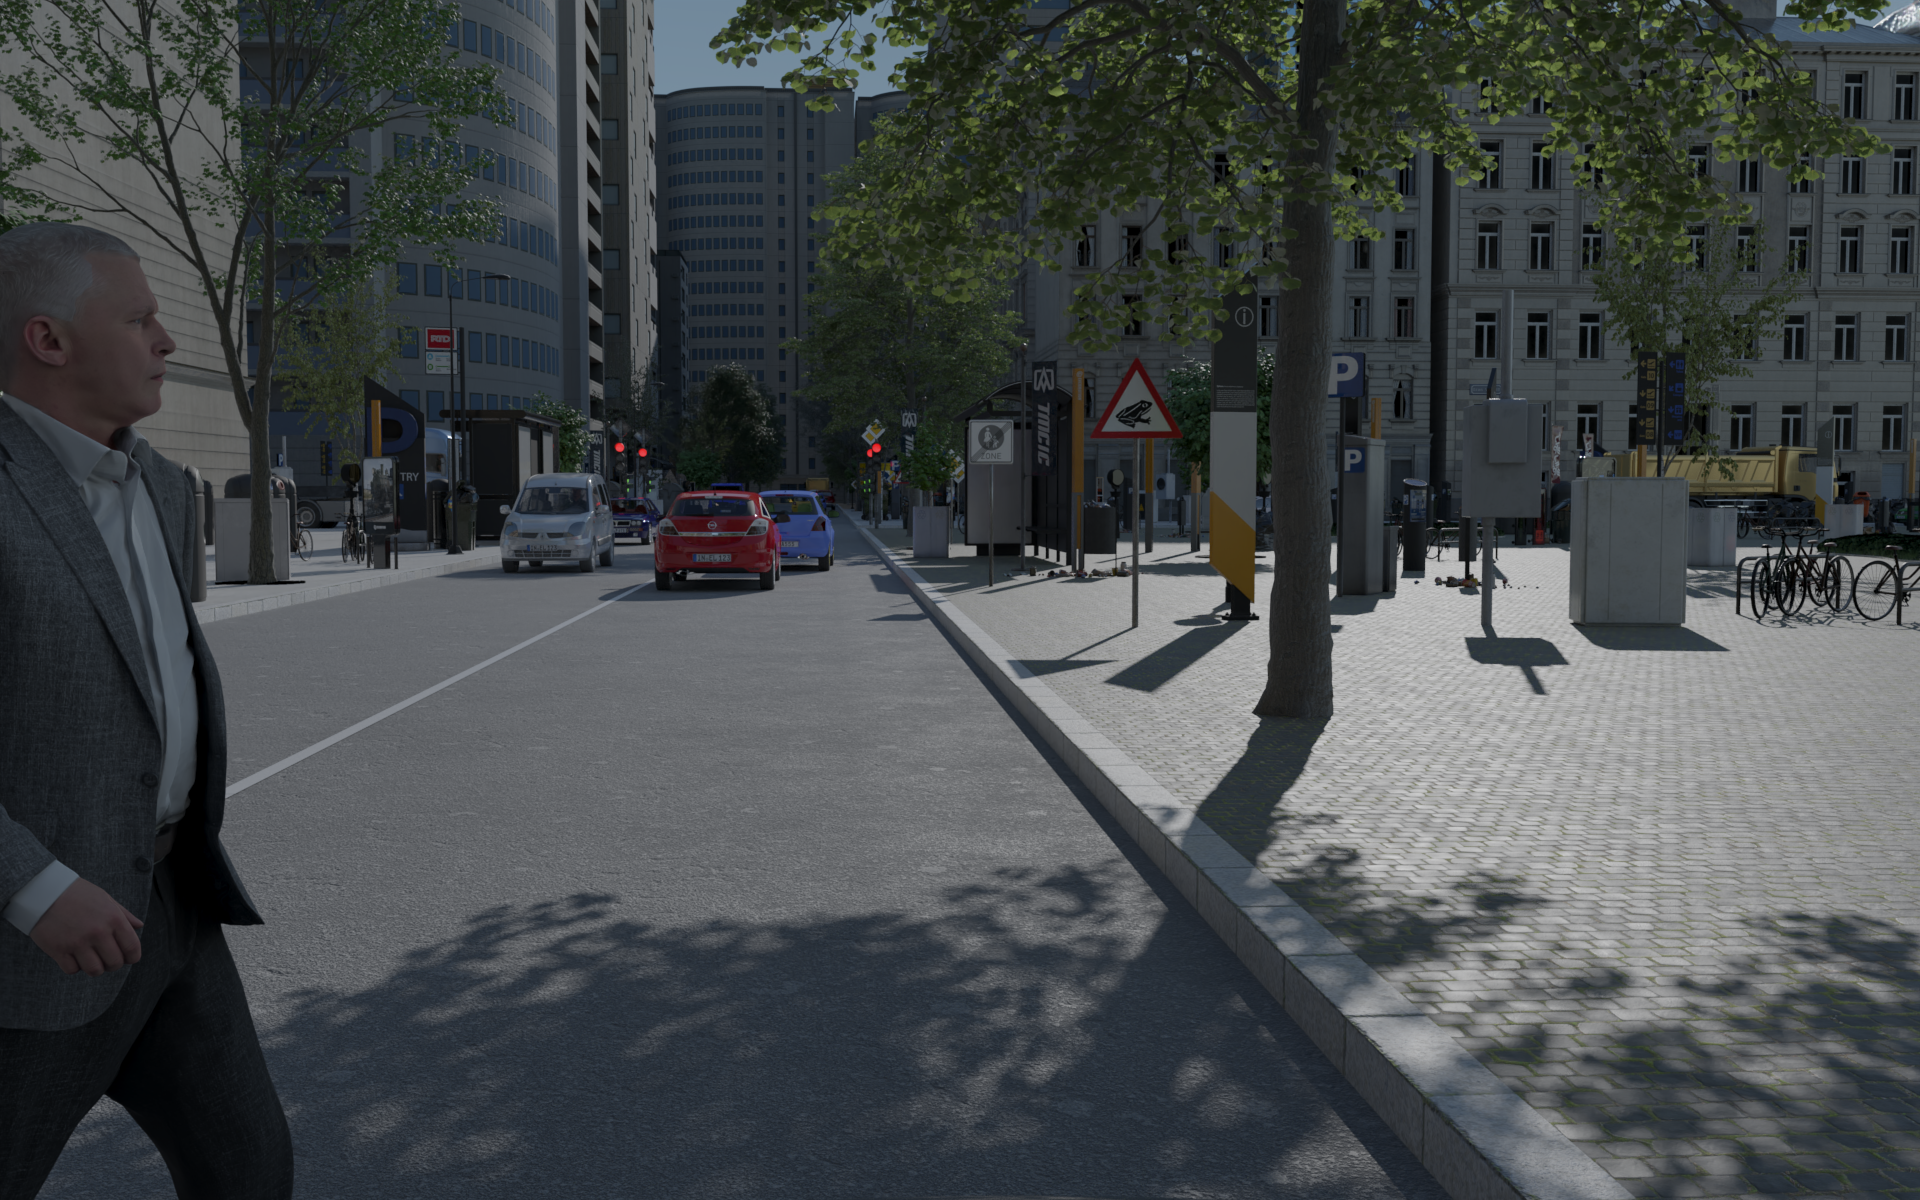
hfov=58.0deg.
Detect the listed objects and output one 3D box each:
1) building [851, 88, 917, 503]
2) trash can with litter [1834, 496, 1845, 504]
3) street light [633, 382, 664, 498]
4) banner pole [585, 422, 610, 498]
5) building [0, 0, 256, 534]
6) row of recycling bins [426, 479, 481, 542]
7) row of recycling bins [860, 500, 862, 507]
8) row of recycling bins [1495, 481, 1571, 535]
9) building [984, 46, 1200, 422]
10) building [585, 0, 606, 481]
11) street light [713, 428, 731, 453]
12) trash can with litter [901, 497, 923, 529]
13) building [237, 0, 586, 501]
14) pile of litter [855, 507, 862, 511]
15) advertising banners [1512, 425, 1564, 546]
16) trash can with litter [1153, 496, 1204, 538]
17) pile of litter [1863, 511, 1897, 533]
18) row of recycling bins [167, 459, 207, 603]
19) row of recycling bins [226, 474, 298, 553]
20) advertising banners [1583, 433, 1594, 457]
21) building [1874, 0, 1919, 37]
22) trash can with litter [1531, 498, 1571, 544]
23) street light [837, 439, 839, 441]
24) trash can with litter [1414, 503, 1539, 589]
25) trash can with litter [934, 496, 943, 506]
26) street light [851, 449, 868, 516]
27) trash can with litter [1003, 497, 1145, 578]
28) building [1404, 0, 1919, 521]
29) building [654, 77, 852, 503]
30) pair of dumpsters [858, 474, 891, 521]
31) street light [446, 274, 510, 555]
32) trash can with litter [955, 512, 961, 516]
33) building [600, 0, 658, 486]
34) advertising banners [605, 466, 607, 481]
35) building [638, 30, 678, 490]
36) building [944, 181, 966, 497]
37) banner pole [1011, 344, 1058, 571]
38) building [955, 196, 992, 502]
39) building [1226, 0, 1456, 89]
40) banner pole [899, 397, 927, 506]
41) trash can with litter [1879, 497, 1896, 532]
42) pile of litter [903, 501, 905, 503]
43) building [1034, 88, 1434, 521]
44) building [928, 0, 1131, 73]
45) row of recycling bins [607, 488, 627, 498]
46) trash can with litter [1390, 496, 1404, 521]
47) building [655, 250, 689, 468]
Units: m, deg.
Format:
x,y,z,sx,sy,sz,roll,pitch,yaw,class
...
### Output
x,y,z,sx,sy,sz,roll,pitch,yaw,class
-0.842,-43.231,248.823,28.212,58.520,21.231,0,4,-4,building
64.221,-6.925,124.284,2.233,1.210,1.678,-1,4,-17,trash can with litter
-13.003,-6.093,72.166,1.470,5.913,1.316,0,4,-4,street light
-12.367,-4.268,59.807,0.863,3.779,0.401,-1,4,-18,banner pole
-42.772,-16.330,43.414,44.131,29.872,17.030,0,4,-4,building
-13.916,-2.482,47.693,1.069,1.692,3.534,0,4,-3,row of recycling bins
-6.860,-7.946,137.027,1.069,1.692,3.534,2,4,27,row of recycling bins
18.717,-2.930,55.018,3.534,1.692,1.069,0,4,4,row of recycling bins
9.187,-19.804,111.185,14.401,28.519,23.554,0,4,-4,building
-39.056,-30.995,130.478,21.300,48.544,21.600,0,4,-4,building
-16.708,-9.092,121.201,1.470,5.913,1.316,0,4,-4,street light
-1.614,-3.159,63.044,1.055,1.170,0.624,0,4,-1,trash can with litter
-32.496,-33.643,92.067,21.231,58.520,28.212,0,4,-4,building
-7.397,-7.285,133.078,1.176,0.858,1.719,-2,4,-27,pile of litter
14.579,-2.901,43.620,2.074,3.025,0.090,-3,4,-37,advertising banners
6.429,-2.477,51.562,1.678,1.210,2.233,1,4,17,trash can with litter
27.720,-2.362,52.589,1.719,0.858,1.176,-2,4,-23,pile of litter
-9.516,-0.742,19.243,1.069,1.692,3.534,0,4,2,row of recycling bins
-14.829,-1.809,36.693,1.069,1.692,3.534,-1,4,-10,row of recycling bins
18.762,-3.325,50.549,2.074,3.025,0.090,-3,4,-36,advertising banners
57.135,-18.609,90.169,20.117,28.700,13.634,0,4,-4,building
15.378,-2.045,44.819,1.055,1.170,0.624,0,4,-5,trash can with litter
-9.689,-10.672,147.020,1.470,5.913,1.316,0,4,-4,street light
7.295,-0.821,24.480,1.678,1.210,2.233,1,4,17,trash can with litter
-0.978,-5.000,93.137,0.624,1.170,1.055,-1,4,-23,trash can with litter
-5.888,-7.712,98.626,1.470,5.913,1.316,0,4,-4,street light
1.803,-0.986,27.173,2.233,1.210,1.678,0,4,3,trash can with litter
34.634,-17.777,87.910,25.104,27.353,12.463,0,4,-4,building
-29.220,-43.143,247.391,28.212,58.520,21.231,0,4,-4,building
-4.185,-5.048,85.034,1.574,2.255,4.437,0,4,-4,pair of dumpsters
-10.193,-3.923,36.676,1.470,5.913,1.316,0,4,-4,street light
-1.003,-5.540,101.635,2.233,1.210,1.678,0,4,2,trash can with litter
-42.217,-34.767,157.682,28.713,52.752,27.495,0,4,-4,building
-22.095,-6.817,107.642,0.090,3.025,2.074,-1,4,-20,advertising banners
-40.536,-45.460,181.528,20.563,71.187,20.611,0,4,-4,building
5.440,-23.542,156.615,14.160,30.474,14.107,0,4,-4,building
1.255,-2.372,28.807,0.863,3.779,0.401,2,4,30,banner pole
6.196,-20.698,135.670,12.463,27.353,25.104,0,4,-4,building
45.580,-54.670,206.518,31.000,86.520,22.319,0,4,-4,building
-1.143,-3.339,44.613,0.863,3.779,0.401,-1,4,-17,banner pole
26.941,-2.395,50.215,1.678,1.210,2.233,2,4,33,trash can with litter
-4.005,-7.093,129.927,1.176,0.858,1.719,-1,4,-21,pile of litter
13.009,-14.449,85.385,18.267,20.994,9.793,0,4,-4,building
7.179,-38.874,177.595,21.231,58.520,28.212,0,4,-4,building
-16.056,-4.502,80.725,1.069,1.692,3.534,0,4,-8,row of recycling bins
20.592,-4.233,80.602,1.055,1.170,0.624,0,4,5,trash can with litter
-39.372,-26.518,205.270,14.107,30.474,14.160,0,4,-4,building
